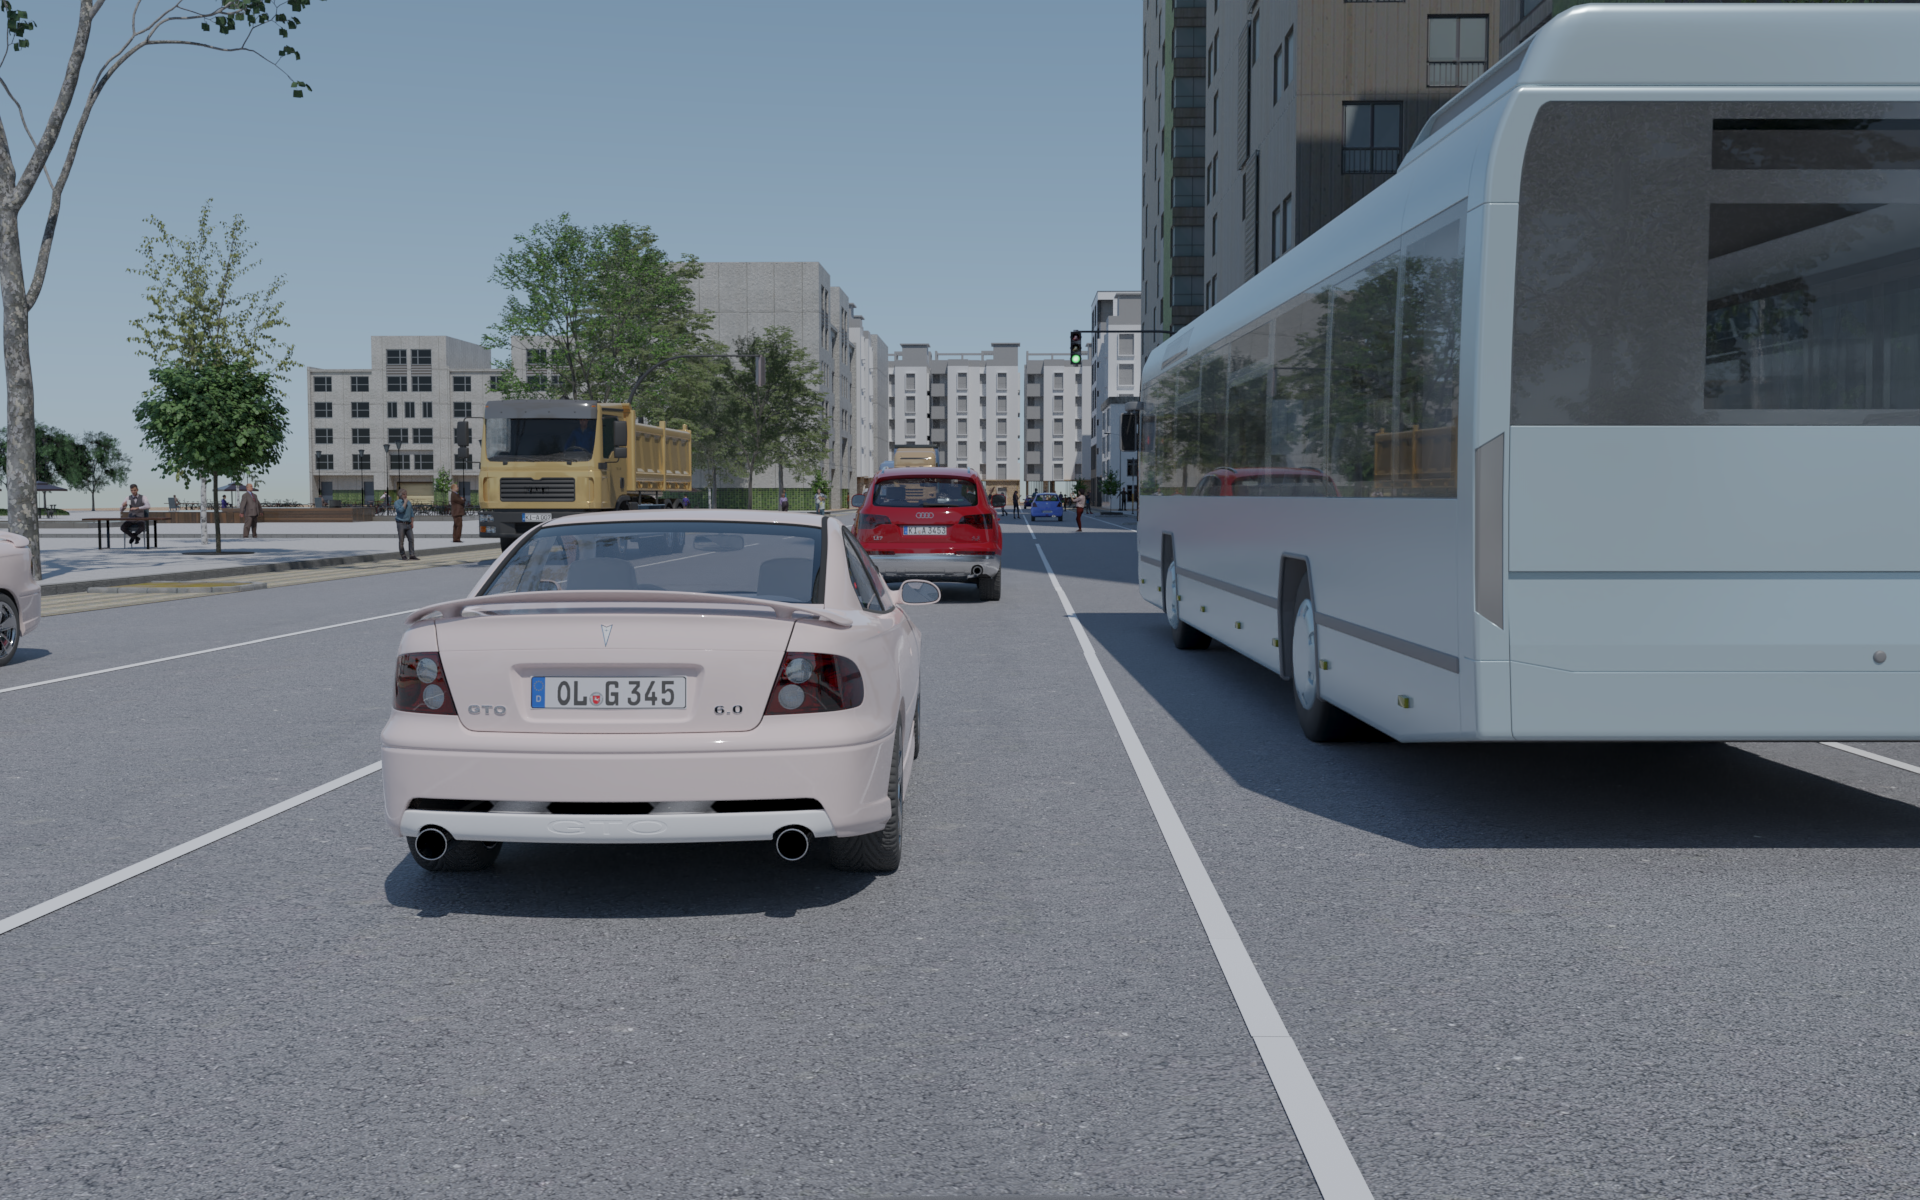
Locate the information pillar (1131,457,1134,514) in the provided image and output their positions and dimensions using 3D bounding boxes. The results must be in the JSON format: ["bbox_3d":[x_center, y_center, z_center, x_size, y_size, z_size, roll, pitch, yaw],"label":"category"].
[{"bbox_3d":[11.013,-7.273,110.265,0.183,3.616,0.504,0,4,6],"label":"information pillar"}]

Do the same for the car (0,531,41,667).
[{"bbox_3d":[-8.879,-0.039,12.992,2.083,1.381,4.827,0,4,1],"label":"car"}]

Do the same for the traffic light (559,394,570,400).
[{"bbox_3d":[-11.084,-3.652,48.624,0.839,4.253,0.868,0,4,2],"label":"traffic light"}]

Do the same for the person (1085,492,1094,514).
[{"bbox_3d":[9.300,-7.015,125.069,0.662,1.594,0.647,-1,4,-20],"label":"person"}]

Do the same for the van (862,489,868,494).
[{"bbox_3d":[-6.340,-7.213,124.946,2.013,2.044,4.112,0,4,0],"label":"van"}]

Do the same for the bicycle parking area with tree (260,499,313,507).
[{"bbox_3d":[-40.309,-7.714,113.129,9.016,4.147,8.231,-3,4,-37],"label":"bicycle parking area with tree"}]

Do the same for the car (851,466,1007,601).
[{"bbox_3d":[-0.456,-0.987,24.803,2.281,1.827,5.304,0,3,0],"label":"car"}]

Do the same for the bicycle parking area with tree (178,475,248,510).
[{"bbox_3d":[-52.727,-8.521,126.316,9.016,4.147,8.231,-1,4,-21],"label":"bicycle parking area with tree"}]

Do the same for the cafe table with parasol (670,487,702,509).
[{"bbox_3d":[-19.201,-7.130,121.449,2.610,1.966,2.610,-2,4,-32],"label":"cafe table with parasol"}]

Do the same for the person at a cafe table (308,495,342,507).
[{"bbox_3d":[-38.030,-5.658,103.366,1.698,1.238,1.726,0,4,-2],"label":"person at a cafe table"}]

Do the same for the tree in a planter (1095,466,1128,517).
[{"bbox_3d":[9.391,-6.756,107.686,1.991,3.239,1.994,0,4,2],"label":"tree in a planter"}]

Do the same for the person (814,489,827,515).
[{"bbox_3d":[-7.878,-5.377,97.136,0.841,1.734,0.376,2,4,29],"label":"person"}]

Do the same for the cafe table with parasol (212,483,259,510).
[{"bbox_3d":[-40.416,-5.614,96.650,2.610,1.966,2.610,1,4,14],"label":"cafe table with parasol"}]

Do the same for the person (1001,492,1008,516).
[{"bbox_3d":[2.838,-6.181,111.774,0.471,1.553,0.569,1,4,9],"label":"person"}]

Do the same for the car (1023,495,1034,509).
[{"bbox_3d":[7.015,-9.459,167.234,1.945,1.354,3.894,0,4,2],"label":"car"}]

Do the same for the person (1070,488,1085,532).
[{"bbox_3d":[4.481,-3.425,65.960,0.517,1.644,0.566,-1,4,-21],"label":"person"}]

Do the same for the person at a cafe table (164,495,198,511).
[{"bbox_3d":[-48.582,-5.919,107.634,1.698,1.238,1.726,0,4,3],"label":"person at a cafe table"}]

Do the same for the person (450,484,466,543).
[{"bbox_3d":[-13.267,-2.293,45.806,0.388,1.546,0.482,-1,4,-9],"label":"person"}]

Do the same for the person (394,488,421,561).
[{"bbox_3d":[-11.872,-1.615,37.119,0.499,1.552,0.429,-2,4,-29],"label":"person"}]

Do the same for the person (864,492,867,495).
[{"bbox_3d":[-4.509,-4.516,84.544,0.590,1.554,0.614,2,4,29],"label":"person"}]

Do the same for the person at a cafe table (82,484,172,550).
[{"bbox_3d":[-19.416,-1.960,40.558,1.698,1.524,1.622,-1,4,-12],"label":"person at a cafe table"}]

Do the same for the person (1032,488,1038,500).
[{"bbox_3d":[4.858,-6.186,109.773,0.598,1.807,0.434,1,4,15],"label":"person"}]

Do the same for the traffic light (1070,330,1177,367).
[{"bbox_3d":[5.415,-4.485,47.991,4.771,5.953,1.251,0,4,2],"label":"traffic light"}]

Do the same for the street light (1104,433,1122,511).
[{"bbox_3d":[11.581,-9.695,131.058,1.470,5.913,1.316,0,4,2],"label":"street light"}]

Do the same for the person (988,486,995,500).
[{"bbox_3d":[0.410,-1.705,37.186,0.742,1.727,0.445,1,4,12],"label":"person"}]

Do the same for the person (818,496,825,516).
[{"bbox_3d":[-6.391,-4.146,80.200,0.435,1.345,0.340,2,4,26],"label":"person"}]

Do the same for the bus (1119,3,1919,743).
[{"bbox_3d":[3.206,-1.118,13.147,2.948,3.499,13.247,0,4,0],"label":"bus"}]

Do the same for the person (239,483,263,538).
[{"bbox_3d":[-21.419,-2.652,52.412,0.434,1.755,0.990,1,4,21],"label":"person"}]

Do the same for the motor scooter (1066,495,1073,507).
[{"bbox_3d":[12.491,-11.279,197.181,0.815,1.314,1.986,0,4,0],"label":"motor scooter"}]

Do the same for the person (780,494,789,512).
[{"bbox_3d":[-9.126,-4.777,89.839,0.421,1.427,0.697,-1,4,-22],"label":"person"}]

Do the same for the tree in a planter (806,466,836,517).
[{"bbox_3d":[-8.916,-6.881,109.722,1.991,3.239,1.994,0,4,2],"label":"tree in a planter"}]

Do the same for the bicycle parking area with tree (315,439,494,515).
[{"bbox_3d":[-27.629,-6.407,91.752,8.231,4.147,9.016,2,4,32],"label":"bicycle parking area with tree"}]

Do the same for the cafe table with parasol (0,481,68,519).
[{"bbox_3d":[-47.821,-5.205,89.964,2.610,1.966,2.610,-1,4,-11],"label":"cafe table with parasol"}]

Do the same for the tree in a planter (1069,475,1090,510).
[{"bbox_3d":[10.926,-9.824,157.839,1.991,3.239,1.994,0,4,2],"label":"tree in a planter"}]

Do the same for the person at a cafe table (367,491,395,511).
[{"bbox_3d":[-44.039,-7.569,132.264,1.622,1.524,1.698,3,5,39],"label":"person at a cafe table"}]

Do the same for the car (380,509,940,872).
[{"bbox_3d":[-1.138,0.269,7.957,2.083,1.381,4.827,0,3,0],"label":"car"}]

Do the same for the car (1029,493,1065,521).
[{"bbox_3d":[4.610,-5.044,92.066,1.945,1.707,3.694,0,4,2],"label":"car"}]

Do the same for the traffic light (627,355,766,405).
[{"bbox_3d":[-8.744,-5.010,56.576,4.771,5.953,1.251,0,4,2],"label":"traffic light"}]

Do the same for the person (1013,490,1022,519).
[{"bbox_3d":[3.316,-5.529,100.367,0.593,1.643,0.415,1,4,18],"label":"person"}]
